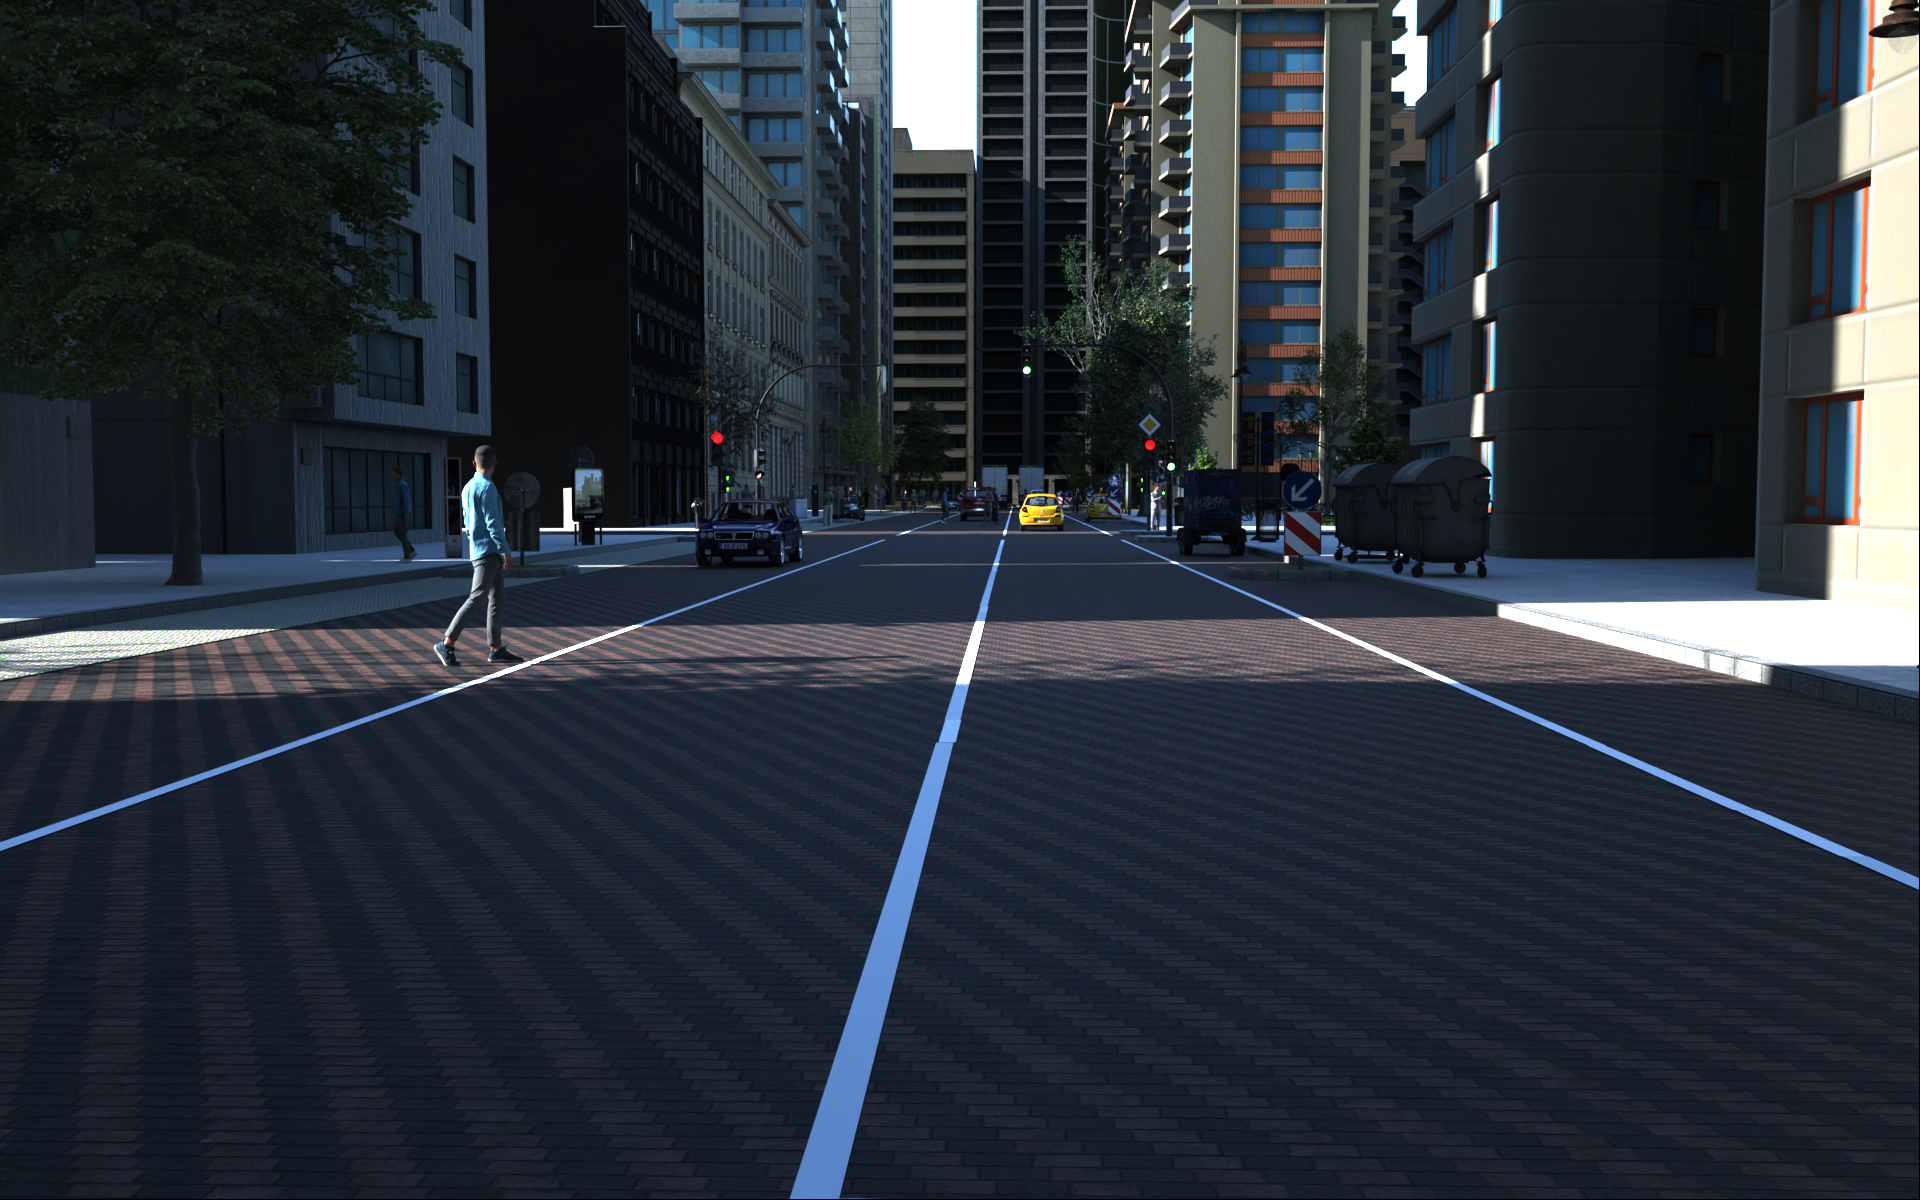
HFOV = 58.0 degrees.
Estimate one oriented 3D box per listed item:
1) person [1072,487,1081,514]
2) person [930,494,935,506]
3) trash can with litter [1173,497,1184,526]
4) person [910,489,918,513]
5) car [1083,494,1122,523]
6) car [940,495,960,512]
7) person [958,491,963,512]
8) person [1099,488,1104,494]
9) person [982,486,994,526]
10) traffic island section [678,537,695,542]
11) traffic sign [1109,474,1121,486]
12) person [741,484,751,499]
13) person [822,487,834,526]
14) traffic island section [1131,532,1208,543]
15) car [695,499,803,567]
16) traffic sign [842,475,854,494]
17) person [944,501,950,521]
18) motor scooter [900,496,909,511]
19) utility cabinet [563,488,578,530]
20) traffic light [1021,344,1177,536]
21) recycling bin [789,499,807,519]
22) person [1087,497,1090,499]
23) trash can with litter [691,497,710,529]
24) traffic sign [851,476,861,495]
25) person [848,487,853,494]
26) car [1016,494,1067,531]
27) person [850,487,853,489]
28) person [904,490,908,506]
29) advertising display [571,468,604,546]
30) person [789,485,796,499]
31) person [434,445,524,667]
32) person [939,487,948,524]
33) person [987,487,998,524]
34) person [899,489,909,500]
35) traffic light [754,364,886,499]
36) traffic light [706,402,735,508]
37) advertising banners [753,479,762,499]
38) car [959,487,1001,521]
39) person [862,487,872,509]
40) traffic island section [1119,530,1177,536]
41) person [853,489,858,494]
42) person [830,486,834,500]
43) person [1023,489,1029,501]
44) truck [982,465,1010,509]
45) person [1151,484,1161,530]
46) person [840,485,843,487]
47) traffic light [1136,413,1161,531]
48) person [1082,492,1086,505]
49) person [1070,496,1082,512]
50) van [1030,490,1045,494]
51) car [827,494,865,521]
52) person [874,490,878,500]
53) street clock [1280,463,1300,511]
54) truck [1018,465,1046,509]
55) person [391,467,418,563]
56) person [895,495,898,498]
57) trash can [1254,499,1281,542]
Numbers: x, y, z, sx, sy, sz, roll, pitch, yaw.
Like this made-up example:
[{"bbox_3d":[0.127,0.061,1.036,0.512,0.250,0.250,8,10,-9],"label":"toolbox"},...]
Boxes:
[{"bbox_3d":[8.127,-6.901,120.688,0.648,1.900,0.474,-1,4,-15],"label":"person"},{"bbox_3d":[-3.155,-11.441,198.741,0.628,1.438,0.799,0,4,-8],"label":"person"},{"bbox_3d":[8.806,-3.574,69.822,0.624,1.170,1.055,0,4,1],"label":"trash can with litter"},{"bbox_3d":[-3.459,-7.441,130.348,0.537,1.800,0.526,1,4,15],"label":"person"},{"bbox_3d":[7.308,-4.784,88.440,2.015,1.641,3.980,0,4,2],"label":"car"},{"bbox_3d":[-0.677,-7.998,143.339,1.945,1.354,3.894,0,3,0],"label":"car"},{"bbox_3d":[0.148,-8.013,140.453,0.436,1.711,0.756,-2,4,-32],"label":"person"},{"bbox_3d":[11.451,-8.178,139.890,0.705,1.807,1.348,2,4,33],"label":"person"},{"bbox_3d":[1.211,-4.148,76.666,0.374,1.781,0.599,-3,4,-36],"label":"person"},{"bbox_3d":[-7.367,-1.879,53.009,2.009,0.180,2.903,0,4,2],"label":"traffic island section"},{"bbox_3d":[9.995,-6.839,111.926,0.768,2.556,0.104,0,4,5],"label":"traffic sign"},{"bbox_3d":[-10.849,-4.971,87.592,0.520,1.790,0.573,-1,4,-20],"label":"person"},{"bbox_3d":[-5.965,-4.228,78.178,0.519,1.759,0.362,-1,4,-19],"label":"person"},{"bbox_3d":[6.367,-1.852,52.563,2.009,0.180,2.903,0,4,2],"label":"traffic island section"},{"bbox_3d":[-4.288,-1.400,35.466,1.945,1.354,3.894,0,4,3],"label":"car"},{"bbox_3d":[-7.524,-7.111,116.265,0.884,2.594,0.081,1,4,9],"label":"traffic sign"},{"bbox_3d":[-0.714,-4.908,93.423,0.352,1.250,0.332,3,4,38],"label":"person"},{"bbox_3d":[-4.756,-8.237,147.447,0.815,1.314,1.986,0,4,1],"label":"motor scooter"},{"bbox_3d":[-13.313,-3.164,60.417,1.173,1.500,0.318,2,4,33],"label":"utility cabinet"},{"bbox_3d":[4.234,-4.753,52.376,4.771,5.953,1.251,0,4,2],"label":"traffic light"},{"bbox_3d":[-8.421,-4.744,90.114,0.722,1.027,0.722,-2,4,-35],"label":"recycling bin"},{"bbox_3d":[12.076,-9.409,160.012,0.705,1.807,1.348,2,4,26],"label":"person"},{"bbox_3d":[-9.266,-3.184,63.439,1.055,1.170,0.624,-2,4,-28],"label":"trash can with litter"},{"bbox_3d":[-7.206,-7.333,119.998,0.768,2.556,0.104,1,4,11],"label":"traffic sign"},{"bbox_3d":[-8.814,-7.822,134.142,1.509,1.804,0.699,-2,4,-25],"label":"person"},{"bbox_3d":[3.196,-3.526,67.878,2.015,1.641,3.980,0,4,2],"label":"car"},{"bbox_3d":[-8.689,-8.079,138.217,0.705,1.814,1.350,1,4,17],"label":"person"},{"bbox_3d":[-5.970,-10.974,186.278,0.742,1.727,0.445,-2,4,-23],"label":"person"},{"bbox_3d":[-9.337,-2.339,43.452,0.123,1.923,0.974,2,4,35],"label":"advertising display"},{"bbox_3d":[-9.505,-5.640,98.380,0.709,1.813,0.853,3,5,44],"label":"person"},{"bbox_3d":[-4.069,-0.381,14.597,0.748,1.841,0.638,-1,4,-20],"label":"person"},{"bbox_3d":[-0.776,-4.574,83.626,0.444,1.785,0.601,0,4,4],"label":"person"},{"bbox_3d":[1.613,-4.481,82.178,0.534,1.772,0.576,-2,4,-31],"label":"person"},{"bbox_3d":[-6.016,-10.849,183.409,1.348,1.826,0.705,-3,5,-40],"label":"person"},{"bbox_3d":[-4.976,-5.269,60.822,4.771,5.953,1.251,0,4,2],"label":"traffic light"},{"bbox_3d":[-7.328,-3.911,52.873,0.839,4.253,0.868,0,4,2],"label":"traffic light"},{"bbox_3d":[-9.093,-5.007,78.059,0.090,3.025,2.074,0,4,3],"label":"advertising banners"},{"bbox_3d":[1.064,-5.167,93.161,2.281,1.827,5.304,0,4,1],"label":"car"},{"bbox_3d":[-8.286,-9.062,153.836,0.705,1.869,1.348,3,4,39],"label":"person"},{"bbox_3d":[6.624,-2.340,60.544,2.009,0.180,2.903,0,4,2],"label":"traffic island section"},{"bbox_3d":[-8.670,-8.301,142.488,1.217,1.735,0.721,2,4,32],"label":"person"},{"bbox_3d":[-8.168,-6.393,110.916,0.624,1.780,0.694,-1,4,-14],"label":"person"},{"bbox_3d":[4.680,-6.871,121.184,0.721,1.781,0.623,-3,5,-40],"label":"person"},{"bbox_3d":[3.496,-11.168,171.502,2.839,4.237,11.283,0,4,2],"label":"truck"},{"bbox_3d":[7.293,-3.386,64.046,0.511,1.800,0.466,-3,4,-37],"label":"person"},{"bbox_3d":[-7.499,-6.348,109.615,0.755,1.850,0.659,0,4,4],"label":"person"},{"bbox_3d":[6.585,-4.374,60.431,0.839,4.253,0.868,0,4,2],"label":"traffic light"},{"bbox_3d":[14.410,-11.771,199.293,0.721,1.735,1.217,-3,4,-36],"label":"person"},{"bbox_3d":[9.190,-7.827,137.173,1.217,1.736,0.721,-2,4,-35],"label":"person"},{"bbox_3d":[7.251,-9.492,162.212,2.013,2.044,4.112,0,4,2],"label":"van"},{"bbox_3d":[-5.995,-4.980,91.203,2.009,1.686,4.222,0,4,3],"label":"car"},{"bbox_3d":[-7.143,-8.706,149.050,0.551,1.740,0.621,-1,4,-16],"label":"person"},{"bbox_3d":[7.739,-2.204,40.609,0.358,2.002,0.471,-2,4,-32],"label":"street clock"},{"bbox_3d":[7.190,-11.299,173.646,2.839,4.237,11.283,0,4,3],"label":"truck"},{"bbox_3d":[-10.309,-1.575,32.134,0.444,1.785,0.601,-1,4,-9],"label":"person"},{"bbox_3d":[-8.343,-12.661,215.517,1.348,1.824,0.705,2,4,26],"label":"person"},{"bbox_3d":[8.238,-2.121,46.326,0.748,1.137,0.748,0,3,0],"label":"trash can"}]
